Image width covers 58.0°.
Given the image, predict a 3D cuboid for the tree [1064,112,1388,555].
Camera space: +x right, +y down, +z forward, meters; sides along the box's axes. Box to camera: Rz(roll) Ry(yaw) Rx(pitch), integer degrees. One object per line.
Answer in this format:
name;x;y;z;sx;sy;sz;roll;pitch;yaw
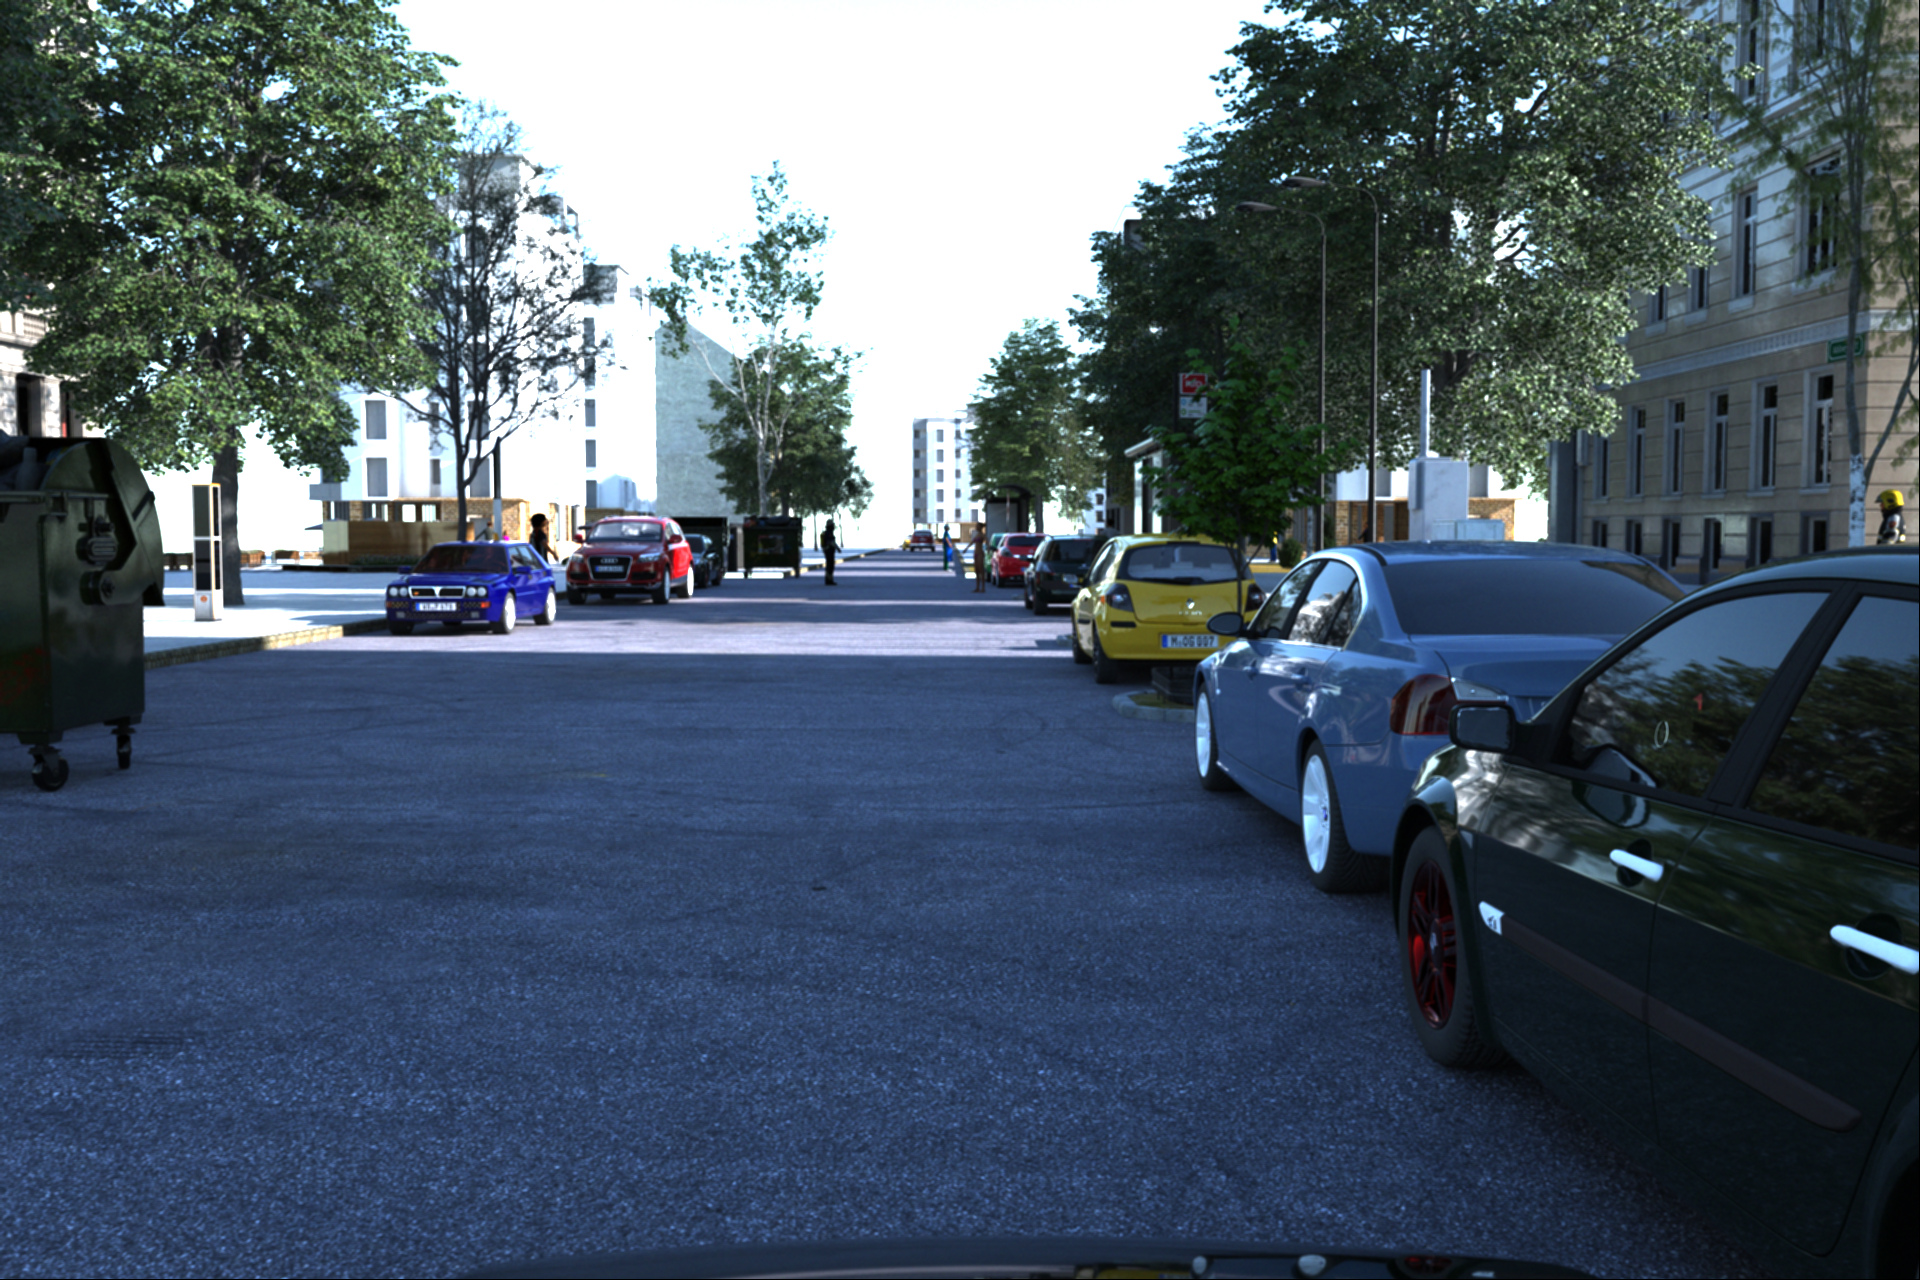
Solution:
tree;8.194;-8.865;51.591;9.857;13.997;8.962;0;3;0

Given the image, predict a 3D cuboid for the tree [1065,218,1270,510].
tree;8.976;-9.890;68.355;9.857;13.997;8.962;0;3;0

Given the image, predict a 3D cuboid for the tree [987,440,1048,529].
tree;4.112;-10.110;115.662;4.737;8.622;4.395;0;3;0

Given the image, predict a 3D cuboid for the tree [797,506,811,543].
tree;-22.757;-18.548;253.619;4.737;8.622;4.395;0;3;0

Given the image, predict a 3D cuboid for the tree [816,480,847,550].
tree;-11.172;-11.649;140.823;4.737;8.622;4.395;0;3;0

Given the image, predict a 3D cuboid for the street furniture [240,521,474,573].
street furniture;-18.915;-3.331;61.314;9.812;1.723;11.010;3;5;44

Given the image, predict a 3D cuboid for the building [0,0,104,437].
building;-31.960;-13.321;45.519;11.050;23.595;19.941;0;4;0

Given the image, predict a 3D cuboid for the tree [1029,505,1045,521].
tree;9.056;-19.536;253.833;7.601;10.594;8.767;0;4;1

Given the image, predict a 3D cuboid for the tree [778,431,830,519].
tree;-10.690;-10.177;116.762;4.737;8.622;4.395;0;3;0

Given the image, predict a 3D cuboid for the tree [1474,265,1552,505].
tree;25.270;-9.497;73.403;7.486;12.596;7.792;0;3;0

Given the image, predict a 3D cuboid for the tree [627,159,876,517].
tree;-10.809;-14.328;90.158;12.611;20.169;13.585;0;3;0

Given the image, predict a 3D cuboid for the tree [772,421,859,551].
tree;-11.168;-11.980;130.292;7.601;10.594;8.767;-2;4;-31

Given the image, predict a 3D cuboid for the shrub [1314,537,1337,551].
shrub;14.790;-3.605;70.064;1.383;1.207;1.383;0;3;0

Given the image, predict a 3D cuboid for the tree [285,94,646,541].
tree;-13.760;-8.414;47.937;12.009;13.543;11.850;0;3;0

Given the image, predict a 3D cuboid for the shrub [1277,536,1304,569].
shrub;12.013;-3.173;62.993;1.383;1.207;1.383;0;3;0

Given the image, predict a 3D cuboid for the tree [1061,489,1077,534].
tree;16.799;-18.167;247.391;4.360;8.622;3.978;0;3;0

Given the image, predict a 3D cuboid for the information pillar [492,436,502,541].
information pillar;-10.993;-3.048;41.184;0.183;3.616;0.504;0;4;-1

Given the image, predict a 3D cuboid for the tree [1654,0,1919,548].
tree;8.341;-4.038;16.389;4.360;8.622;3.978;0;3;0

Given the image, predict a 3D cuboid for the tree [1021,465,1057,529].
tree;5.005;-10.549;122.840;4.737;8.622;4.395;0;3;0

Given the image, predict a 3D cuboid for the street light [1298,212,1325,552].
street light;5.631;-3.173;24.422;1.470;5.913;1.316;0;3;0

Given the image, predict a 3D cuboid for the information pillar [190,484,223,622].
information pillar;-11.031;-1.277;25.368;0.304;2.012;0.304;0;3;0

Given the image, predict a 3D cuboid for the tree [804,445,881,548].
tree;-11.104;-13.829;160.509;8.767;10.594;7.601;-3;4;-37

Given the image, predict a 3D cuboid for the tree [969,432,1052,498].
tree;4.705;-14.150;157.113;9.928;11.665;9.643;0;3;0

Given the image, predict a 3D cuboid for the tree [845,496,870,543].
tree;-15.024;-18.530;253.332;4.737;8.622;4.395;0;3;0

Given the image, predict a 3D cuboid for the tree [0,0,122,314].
tree;-13.581;-6.771;17.363;9.857;13.997;8.962;0;3;0

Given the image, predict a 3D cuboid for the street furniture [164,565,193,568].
street furniture;-34.326;-3.057;65.612;5.734;0.657;10.072;3;5;44

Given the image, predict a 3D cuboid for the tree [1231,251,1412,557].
tree;8.558;-5.544;41.013;4.737;8.622;4.395;0;3;0

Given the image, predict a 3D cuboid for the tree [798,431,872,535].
tree;-11.206;-13.140;149.249;8.767;10.594;7.601;2;4;34

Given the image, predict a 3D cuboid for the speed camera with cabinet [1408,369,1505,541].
speed camera with cabinet;5.787;-1.584;20.238;0.660;3.252;2.038;0;4;0

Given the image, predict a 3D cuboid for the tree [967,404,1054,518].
tree;4.233;-13.936;145.980;7.486;12.596;7.792;0;3;0

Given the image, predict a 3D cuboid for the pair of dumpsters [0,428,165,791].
pair of dumpsters;-7.102;-0.307;9.967;4.436;2.255;1.574;0;4;0

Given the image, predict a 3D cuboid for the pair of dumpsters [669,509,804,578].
pair of dumpsters;-7.357;-3.167;56.736;4.436;2.255;1.574;0;4;0

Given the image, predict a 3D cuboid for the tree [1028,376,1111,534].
tree;4.909;-8.017;81.437;4.360;8.622;3.978;0;3;0

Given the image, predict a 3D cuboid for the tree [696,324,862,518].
tree;-10.731;-12.121;104.837;9.857;13.997;8.962;0;3;0

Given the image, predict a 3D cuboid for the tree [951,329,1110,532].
tree;4.609;-11.772;102.845;12.009;13.543;11.850;0;3;0

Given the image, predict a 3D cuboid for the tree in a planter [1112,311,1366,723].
tree in a planter;2.264;-1.025;13.979;1.991;3.239;1.994;0;4;-1

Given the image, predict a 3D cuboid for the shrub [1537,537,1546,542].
shrub;25.309;-3.923;75.259;1.383;1.207;1.383;0;3;0

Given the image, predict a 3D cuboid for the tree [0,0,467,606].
tree;-13.371;-7.609;31.057;9.857;13.997;8.962;0;3;0

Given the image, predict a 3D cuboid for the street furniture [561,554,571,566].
street furniture;-12.843;-3.530;73.340;10.072;0.657;5.734;-3;5;-43

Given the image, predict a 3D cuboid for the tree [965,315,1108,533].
tree;3.803;-10.533;90.335;7.486;12.596;7.792;0;3;0

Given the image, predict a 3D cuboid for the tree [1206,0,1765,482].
tree;8.473;-7.545;30.014;9.857;13.997;8.962;0;3;0

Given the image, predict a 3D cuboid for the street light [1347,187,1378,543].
street light;5.957;-3.069;22.712;1.470;5.913;1.316;0;4;0

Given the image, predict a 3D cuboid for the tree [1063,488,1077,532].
tree;17.022;-18.443;251.911;4.360;8.622;3.978;0;3;0
